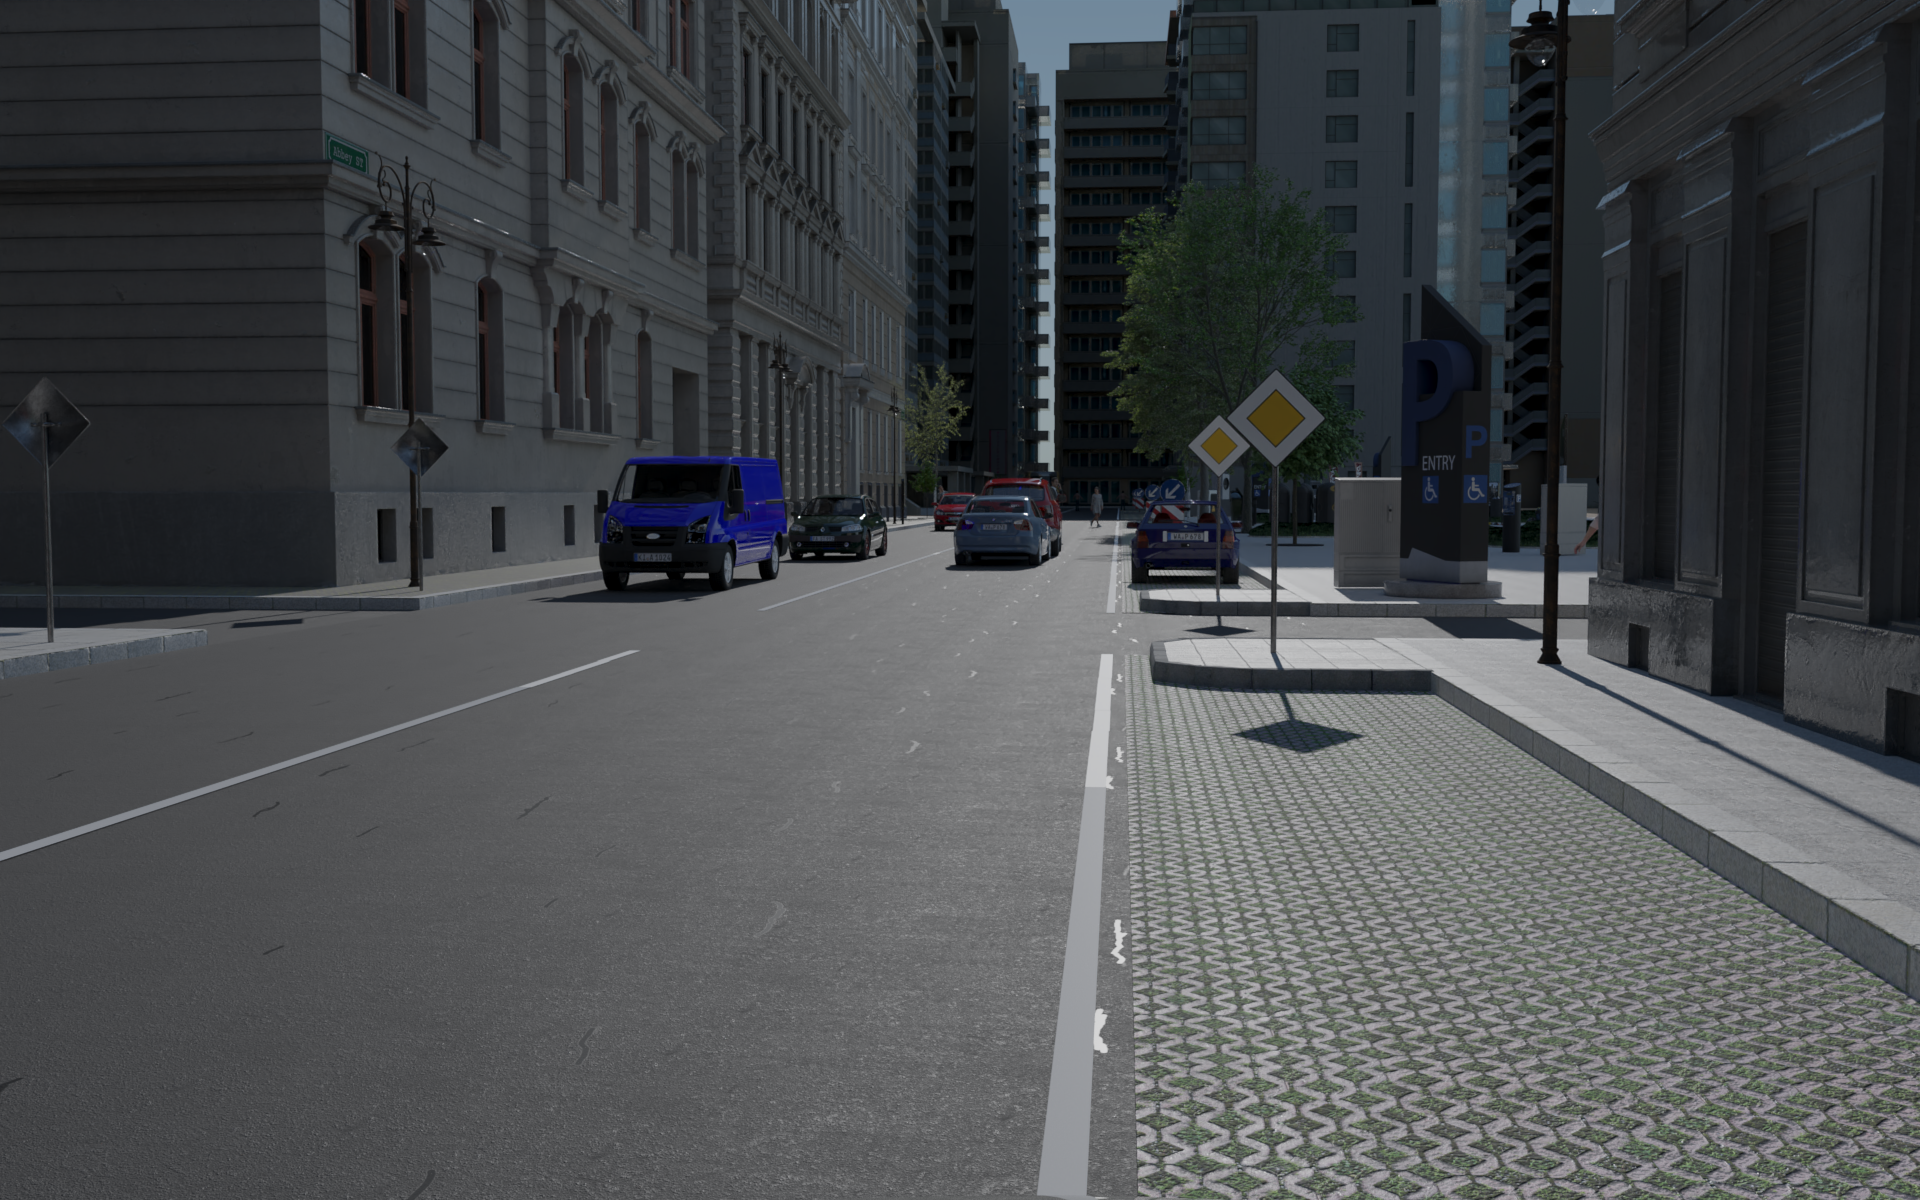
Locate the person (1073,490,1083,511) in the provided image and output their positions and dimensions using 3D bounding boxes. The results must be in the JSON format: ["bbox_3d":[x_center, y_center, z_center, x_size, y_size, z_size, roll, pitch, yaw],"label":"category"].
[{"bbox_3d":[9.827,-8.248,144.071,0.721,1.736,1.217,-3,5,-39],"label":"person"}]

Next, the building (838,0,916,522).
[{"bbox_3d":[-9.729,-17.773,76.495,13.634,28.700,20.117,0,4,5],"label":"building"}]

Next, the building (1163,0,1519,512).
[{"bbox_3d":[27.164,-31.017,126.741,23.786,49.044,30.456,0,4,5],"label":"building"}]

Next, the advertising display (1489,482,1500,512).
[{"bbox_3d":[27.716,-5.217,90.513,0.123,1.923,0.974,-3,5,-43],"label":"advertising display"}]

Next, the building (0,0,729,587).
[{"bbox_3d":[-13.736,-15.118,34.562,14.401,28.519,23.554,0,4,5],"label":"building"}]

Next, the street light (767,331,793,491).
[{"bbox_3d":[-5.104,-4.682,49.336,0.468,5.910,1.993,0,4,5],"label":"street light"}]

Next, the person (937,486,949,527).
[{"bbox_3d":[-0.713,-4.152,76.566,0.592,1.802,0.473,0,4,2],"label":"person"}]

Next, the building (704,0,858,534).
[{"bbox_3d":[-10.101,-13.929,56.613,11.050,23.489,19.941,0,4,5],"label":"building"}]

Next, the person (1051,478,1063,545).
[{"bbox_3d":[2.712,-2.528,49.188,0.474,1.900,0.648,0,4,6],"label":"person"}]

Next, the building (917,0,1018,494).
[{"bbox_3d":[-5.652,-32.976,162.864,21.600,48.544,21.300,0,4,5],"label":"building"}]

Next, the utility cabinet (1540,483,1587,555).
[{"bbox_3d":[12.606,-1.683,36.195,1.173,1.500,0.318,-3,4,-36],"label":"utility cabinet"}]

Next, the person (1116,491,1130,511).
[{"bbox_3d":[13.980,-8.522,148.538,1.217,1.736,0.721,1,4,9],"label":"person"}]

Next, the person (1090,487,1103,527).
[{"bbox_3d":[5.893,-4.030,75.146,0.466,1.731,0.760,-3,5,-43],"label":"person"}]

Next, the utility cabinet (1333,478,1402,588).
[{"bbox_3d":[5.693,-0.905,23.480,1.173,1.500,0.318,0,4,-1],"label":"utility cabinet"}]

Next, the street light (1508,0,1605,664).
[{"bbox_3d":[4.466,-2.456,12.944,0.468,5.910,1.993,0,4,5],"label":"street light"}]

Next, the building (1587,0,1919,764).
[{"bbox_3d":[8.872,-9.468,3.946,9.793,20.994,18.267,0,4,5],"label":"building"}]

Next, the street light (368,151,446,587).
[{"bbox_3d":[-7.561,-3.123,23.847,0.468,5.910,1.993,0,4,5],"label":"street light"}]

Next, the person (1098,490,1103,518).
[{"bbox_3d":[8.406,-5.849,105.058,0.541,1.710,0.530,-1,4,-18],"label":"person"}]

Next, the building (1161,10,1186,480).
[{"bbox_3d":[29.503,-30.689,156.388,22.147,44.769,28.867,0,4,5],"label":"building"}]

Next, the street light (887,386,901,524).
[{"bbox_3d":[-2.808,-6.199,74.146,0.468,5.910,1.993,0,4,5],"label":"street light"}]

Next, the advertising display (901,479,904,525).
[{"bbox_3d":[-2.426,-4.169,73.385,0.123,1.923,0.974,0,4,-3],"label":"advertising display"}]

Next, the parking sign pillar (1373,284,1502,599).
[{"bbox_3d":[6.084,-2.034,21.733,1.447,3.967,1.447,-1,4,-19],"label":"parking sign pillar"}]

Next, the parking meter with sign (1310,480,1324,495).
[{"bbox_3d":[19.694,-6.078,95.632,1.738,3.016,0.543,2,4,28],"label":"parking meter with sign"}]

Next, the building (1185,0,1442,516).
[{"bbox_3d":[20.734,-20.381,104.939,14.160,30.474,14.107,0,4,5],"label":"building"}]

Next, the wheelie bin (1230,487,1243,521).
[{"bbox_3d":[13.255,-4.589,82.934,0.693,1.594,0.980,0,4,2],"label":"wheelie bin"}]

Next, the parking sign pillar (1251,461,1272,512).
[{"bbox_3d":[16.037,-6.388,92.908,1.447,3.967,1.447,2,4,35],"label":"parking sign pillar"}]

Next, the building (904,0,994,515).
[{"bbox_3d":[-13.727,-27.205,136.676,32.217,40.220,23.993,0,4,5],"label":"building"}]

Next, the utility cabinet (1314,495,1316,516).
[{"bbox_3d":[18.178,-4.760,88.989,1.020,1.237,0.306,-3,5,-45],"label":"utility cabinet"}]

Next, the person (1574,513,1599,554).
[{"bbox_3d":[6.551,-0.508,17.473,0.731,1.740,0.598,0,4,-6],"label":"person"}]

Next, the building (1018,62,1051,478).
[{"bbox_3d":[-5.117,-35.085,193.246,30.456,49.044,23.786,0,4,5],"label":"building"}]

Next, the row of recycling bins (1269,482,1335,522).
[{"bbox_3d":[13.273,-3.518,64.629,3.534,1.692,1.069,2,4,24],"label":"row of recycling bins"}]

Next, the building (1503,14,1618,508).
[{"bbox_3d":[55.888,-31.225,160.647,14.200,45.320,14.600,0,4,5],"label":"building"}]

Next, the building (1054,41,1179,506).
[{"bbox_3d":[21.297,-34.618,189.701,21.600,48.544,21.300,0,4,5],"label":"building"}]
